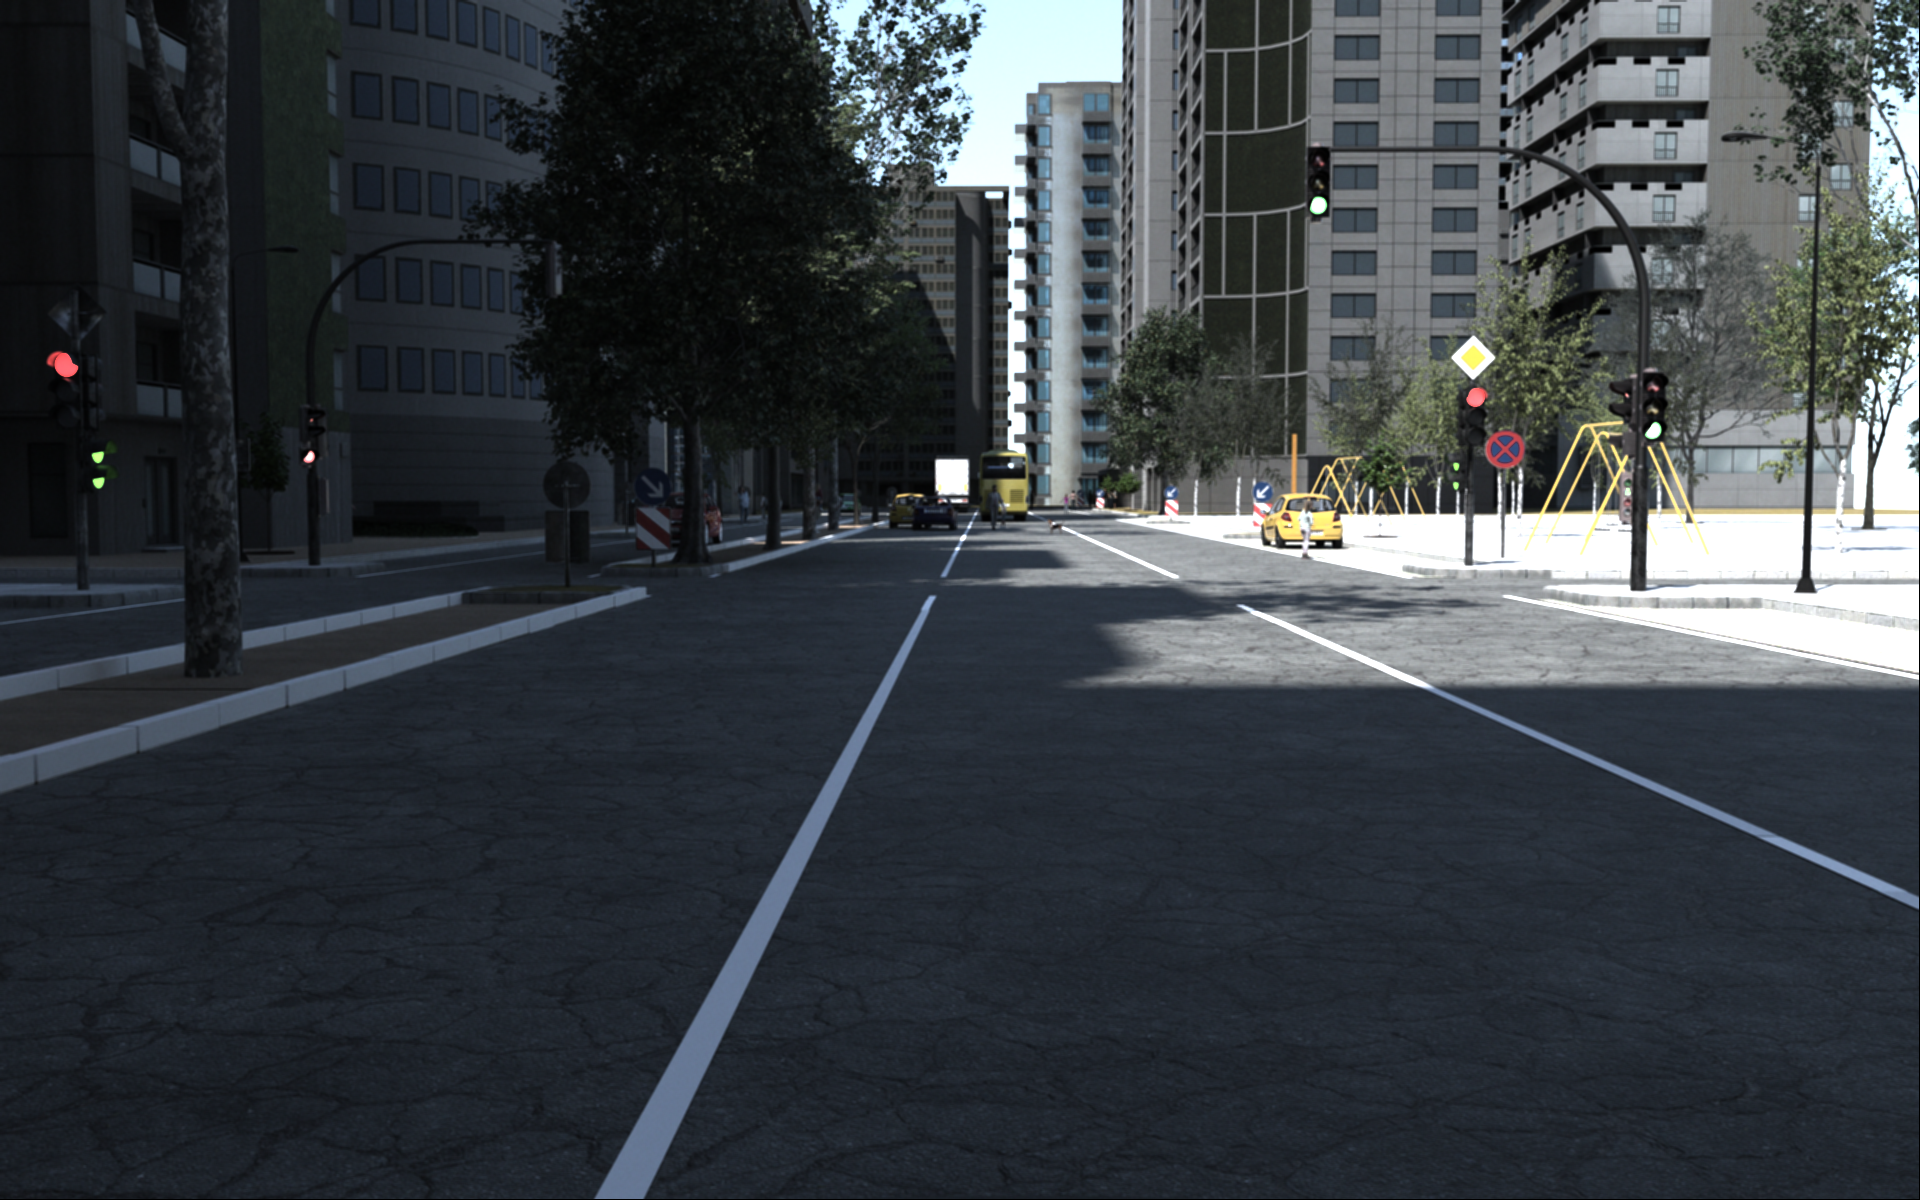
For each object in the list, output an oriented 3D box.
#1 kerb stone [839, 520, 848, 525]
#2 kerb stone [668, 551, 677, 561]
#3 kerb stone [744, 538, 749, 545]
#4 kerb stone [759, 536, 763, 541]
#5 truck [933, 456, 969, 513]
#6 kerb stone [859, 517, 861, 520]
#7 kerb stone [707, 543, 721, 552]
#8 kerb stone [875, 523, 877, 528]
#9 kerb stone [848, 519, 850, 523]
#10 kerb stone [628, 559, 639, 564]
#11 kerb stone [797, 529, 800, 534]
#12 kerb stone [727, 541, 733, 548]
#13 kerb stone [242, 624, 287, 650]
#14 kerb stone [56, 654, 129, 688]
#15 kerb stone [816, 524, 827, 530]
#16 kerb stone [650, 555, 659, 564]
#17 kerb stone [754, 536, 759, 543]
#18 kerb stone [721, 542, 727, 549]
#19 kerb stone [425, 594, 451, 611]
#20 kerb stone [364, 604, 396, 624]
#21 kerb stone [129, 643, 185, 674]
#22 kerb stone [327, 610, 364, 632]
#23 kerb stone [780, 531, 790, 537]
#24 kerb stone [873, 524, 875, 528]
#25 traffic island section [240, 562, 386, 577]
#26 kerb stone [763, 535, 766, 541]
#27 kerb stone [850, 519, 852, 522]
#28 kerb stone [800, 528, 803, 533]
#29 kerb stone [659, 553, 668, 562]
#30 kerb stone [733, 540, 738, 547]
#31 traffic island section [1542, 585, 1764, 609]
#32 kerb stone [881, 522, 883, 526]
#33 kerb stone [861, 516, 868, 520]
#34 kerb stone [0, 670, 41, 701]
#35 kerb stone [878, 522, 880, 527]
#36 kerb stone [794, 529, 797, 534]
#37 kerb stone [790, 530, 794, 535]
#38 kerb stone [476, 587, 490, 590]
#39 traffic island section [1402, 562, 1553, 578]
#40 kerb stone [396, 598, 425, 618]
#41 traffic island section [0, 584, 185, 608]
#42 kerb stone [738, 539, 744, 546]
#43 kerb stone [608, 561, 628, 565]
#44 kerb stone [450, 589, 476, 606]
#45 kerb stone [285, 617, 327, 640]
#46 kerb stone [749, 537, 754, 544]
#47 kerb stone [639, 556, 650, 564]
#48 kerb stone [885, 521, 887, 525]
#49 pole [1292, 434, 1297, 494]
[{"bbox_3d":[-5.602,-3.745,83.433,0.120,0.150,1.000,0,4,1],"label":"kerb stone"},{"bbox_3d":[-6.288,-0.924,37.300,0.120,0.150,1.000,0,4,1],"label":"kerb stone"},{"bbox_3d":[-6.119,-1.615,48.605,0.120,0.150,1.000,0,4,1],"label":"kerb stone"},{"bbox_3d":[-6.080,-1.796,51.675,0.120,0.150,1.000,0,4,1],"label":"kerb stone"},{"bbox_3d":[-0.648,-8.806,132.897,2.839,4.237,11.283,0,4,-1],"label":"truck"},{"bbox_3d":[-5.473,-4.247,91.634,0.120,0.150,1.000,0,4,1],"label":"kerb stone"},{"bbox_3d":[-6.199,-1.301,43.468,0.120,0.150,1.000,0,4,1],"label":"kerb stone"},{"bbox_3d":[-3.666,-3.051,72.133,0.120,0.150,1.000,0,4,1],"label":"kerb stone"},{"bbox_3d":[-5.590,-3.808,84.459,0.120,0.150,1.000,0,4,1],"label":"kerb stone"},{"bbox_3d":[-6.355,-0.668,33.195,0.120,0.150,1.000,0,4,1],"label":"kerb stone"},{"bbox_3d":[-5.921,-2.429,61.915,0.120,0.150,1.000,0,4,1],"label":"kerb stone"},{"bbox_3d":[-6.164,-1.427,45.527,0.120,0.150,1.000,0,4,1],"label":"kerb stone"},{"bbox_3d":[-6.611,0.362,16.276,0.120,0.150,1.000,0,4,1],"label":"kerb stone"},{"bbox_3d":[-6.655,0.551,13.189,0.120,0.150,1.000,0,4,1],"label":"kerb stone"},{"bbox_3d":[-5.770,-3.051,72.167,0.120,0.150,1.000,0,4,1],"label":"kerb stone"},{"bbox_3d":[-6.328,-0.798,35.239,0.120,0.150,1.000,0,4,1],"label":"kerb stone"},{"bbox_3d":[-6.093,-1.737,50.653,0.120,0.150,1.000,0,4,1],"label":"kerb stone"},{"bbox_3d":[-6.188,-1.360,44.501,0.120,0.150,1.000,0,4,1],"label":"kerb stone"},{"bbox_3d":[-6.543,0.048,21.403,0.120,0.150,1.000,0,4,1],"label":"kerb stone"},{"bbox_3d":[-6.561,0.174,19.346,0.120,0.150,1.000,0,4,1],"label":"kerb stone"},{"bbox_3d":[-6.637,0.491,14.211,0.120,0.150,1.000,0,4,1],"label":"kerb stone"},{"bbox_3d":[-6.578,0.239,18.325,0.120,0.150,1.000,0,4,1],"label":"kerb stone"},{"bbox_3d":[-5.970,-2.233,58.850,0.120,0.150,1.000,0,4,1],"label":"kerb stone"},{"bbox_3d":[-3.679,-2.992,71.111,0.120,0.150,1.000,0,4,1],"label":"kerb stone"},{"bbox_3d":[-11.646,-0.546,31.202,2.009,0.180,2.903,0,4,1],"label":"traffic island section"},{"bbox_3d":[-6.063,-1.864,52.698,0.120,0.150,1.000,0,4,1],"label":"kerb stone"},{"bbox_3d":[-5.568,-3.865,85.481,0.120,0.150,1.000,0,4,1],"label":"kerb stone"},{"bbox_3d":[-5.917,-2.490,62.938,0.120,0.150,1.000,0,4,1],"label":"kerb stone"},{"bbox_3d":[-6.311,-0.861,36.272,0.120,0.150,1.000,0,4,1],"label":"kerb stone"},{"bbox_3d":[-6.158,-1.490,46.561,0.120,0.150,1.000,0,4,1],"label":"kerb stone"},{"bbox_3d":[8.972,-0.038,22.902,2.009,0.180,2.903,0,4,1],"label":"traffic island section"},{"bbox_3d":[-3.600,-3.304,76.242,0.120,0.150,1.000,0,4,1],"label":"kerb stone"},{"bbox_3d":[-5.400,-4.557,96.776,0.120,0.150,1.000,0,4,1],"label":"kerb stone"},{"bbox_3d":[-6.667,0.613,12.167,0.120,0.150,1.000,0,4,1],"label":"kerb stone"},{"bbox_3d":[-3.639,-3.174,74.177,0.120,0.150,1.000,0,4,1],"label":"kerb stone"},{"bbox_3d":[-5.943,-2.367,60.893,0.120,0.150,1.000,0,4,1],"label":"kerb stone"},{"bbox_3d":[-5.949,-2.304,59.871,0.120,0.150,1.000,0,4,1],"label":"kerb stone"},{"bbox_3d":[-6.492,-0.074,23.449,0.120,0.150,1.000,0,4,1],"label":"kerb stone"},{"bbox_3d":[9.093,-0.526,30.886,2.009,0.180,2.903,0,4,1],"label":"traffic island section"},{"bbox_3d":[-6.545,0.111,20.381,0.120,0.150,1.000,0,4,1],"label":"kerb stone"},{"bbox_3d":[-11.767,-0.057,23.218,2.009,0.180,2.903,0,4,1],"label":"traffic island section"},{"bbox_3d":[-6.148,-1.552,47.583,0.120,0.150,1.000,0,4,1],"label":"kerb stone"},{"bbox_3d":[-6.370,-0.610,32.162,0.120,0.150,1.000,0,4,1],"label":"kerb stone"},{"bbox_3d":[-6.510,-0.014,22.427,0.120,0.150,1.000,0,4,1],"label":"kerb stone"},{"bbox_3d":[-6.597,0.302,17.302,0.120,0.150,1.000,0,4,1],"label":"kerb stone"},{"bbox_3d":[-6.110,-1.678,49.627,0.120,0.150,1.000,0,4,1],"label":"kerb stone"},{"bbox_3d":[-6.341,-0.735,34.217,0.120,0.150,1.000,0,4,1],"label":"kerb stone"},{"bbox_3d":[-3.568,-3.489,79.327,0.120,0.150,1.000,0,4,1],"label":"kerb stone"},{"bbox_3d":[11.358,-3.976,58.858,0.158,3.312,0.155,0,3,0],"label":"pole"}]
